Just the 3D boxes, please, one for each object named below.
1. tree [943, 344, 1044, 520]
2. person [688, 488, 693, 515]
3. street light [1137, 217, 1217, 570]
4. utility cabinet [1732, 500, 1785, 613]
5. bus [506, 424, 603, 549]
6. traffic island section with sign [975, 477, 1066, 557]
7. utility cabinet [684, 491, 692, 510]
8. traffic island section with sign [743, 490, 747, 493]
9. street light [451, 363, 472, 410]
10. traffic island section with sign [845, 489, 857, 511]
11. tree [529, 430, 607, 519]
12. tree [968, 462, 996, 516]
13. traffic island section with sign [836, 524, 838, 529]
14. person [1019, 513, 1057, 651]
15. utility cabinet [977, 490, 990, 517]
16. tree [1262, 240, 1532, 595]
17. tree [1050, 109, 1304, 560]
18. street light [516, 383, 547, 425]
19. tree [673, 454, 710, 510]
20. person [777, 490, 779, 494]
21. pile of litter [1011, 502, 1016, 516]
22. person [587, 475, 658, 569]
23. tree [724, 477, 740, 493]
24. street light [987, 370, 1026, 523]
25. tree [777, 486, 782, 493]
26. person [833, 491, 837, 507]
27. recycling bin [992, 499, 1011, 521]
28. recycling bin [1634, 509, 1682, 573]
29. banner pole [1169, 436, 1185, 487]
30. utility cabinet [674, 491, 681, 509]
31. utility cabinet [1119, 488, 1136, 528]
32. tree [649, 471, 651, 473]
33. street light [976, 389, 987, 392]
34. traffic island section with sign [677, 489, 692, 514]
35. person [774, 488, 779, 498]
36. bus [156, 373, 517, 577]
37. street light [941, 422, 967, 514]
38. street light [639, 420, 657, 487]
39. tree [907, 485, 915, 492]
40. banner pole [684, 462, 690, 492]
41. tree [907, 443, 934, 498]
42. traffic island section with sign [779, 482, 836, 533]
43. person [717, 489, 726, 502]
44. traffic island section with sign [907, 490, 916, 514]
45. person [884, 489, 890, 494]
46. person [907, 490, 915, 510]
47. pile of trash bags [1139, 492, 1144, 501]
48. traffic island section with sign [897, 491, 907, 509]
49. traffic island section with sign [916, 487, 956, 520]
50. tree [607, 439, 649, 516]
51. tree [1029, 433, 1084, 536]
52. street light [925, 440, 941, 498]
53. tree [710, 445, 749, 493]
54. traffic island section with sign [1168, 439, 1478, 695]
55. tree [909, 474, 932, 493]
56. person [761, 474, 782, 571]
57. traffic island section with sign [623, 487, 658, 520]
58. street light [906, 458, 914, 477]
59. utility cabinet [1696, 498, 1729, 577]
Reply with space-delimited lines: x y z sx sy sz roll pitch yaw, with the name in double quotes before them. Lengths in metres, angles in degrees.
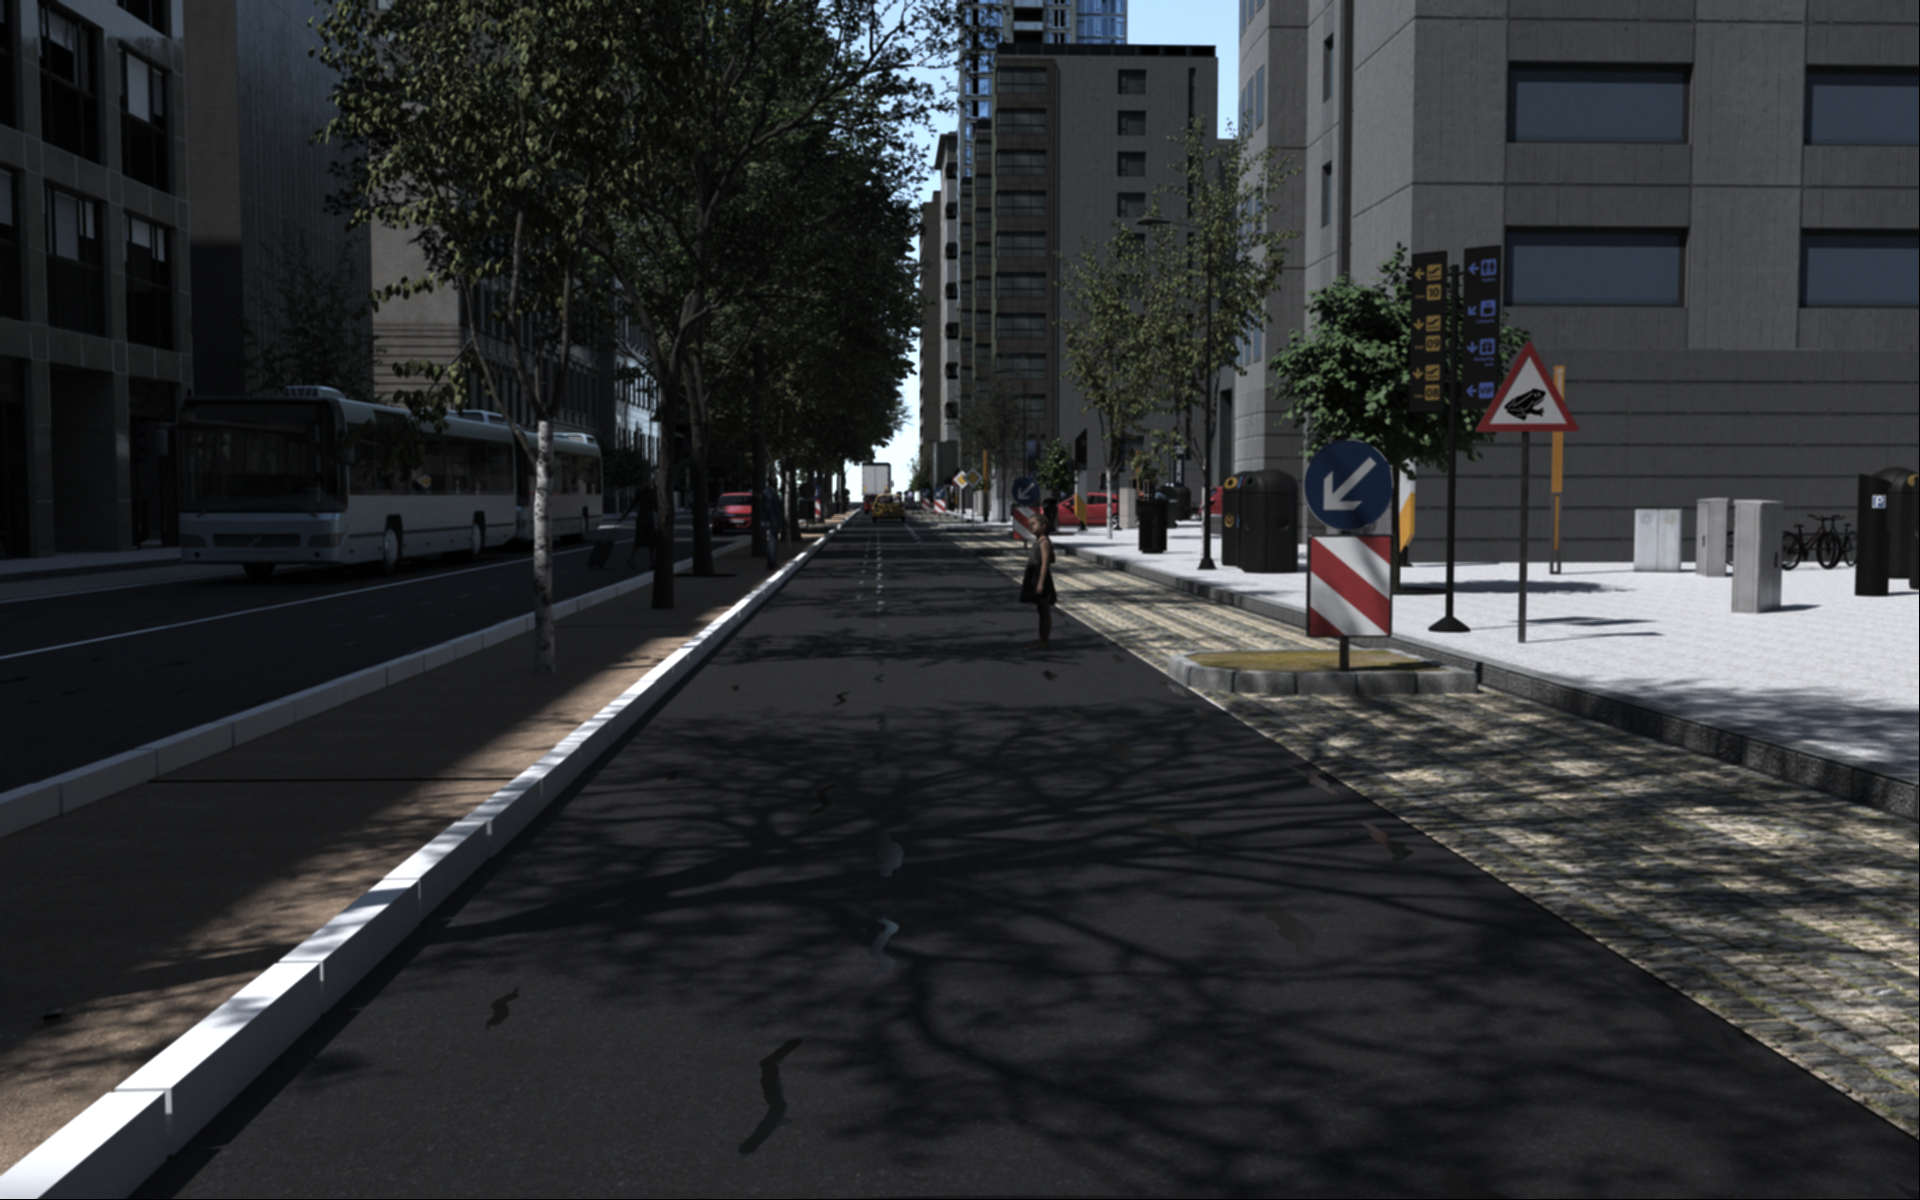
"tree" 1.472 -8.234 84.995 4.360 8.622 3.978 0 3 0
"person" -17.976 -6.627 116.689 0.795 1.843 0.661 3 4 38
"street light" 3.664 -3.471 29.284 1.470 5.913 1.316 0 4 -3
"utility cabinet" 8.781 -0.482 19.039 0.306 1.237 1.020 3 4 38
"bus" -12.051 -3.211 47.354 2.948 3.499 13.247 0 4 -3
"traffic island section with sign" 1.363 -1.933 40.236 1.989 1.847 2.006 0 4 -3
"utility cabinet" -21.141 -7.753 135.444 0.318 1.500 1.173 1 4 21
"traffic island section with sign" -21.152 -9.954 171.380 1.989 1.847 2.006 0 4 -3
"street light" -17.245 -5.397 60.778 1.470 5.913 1.316 0 4 -3
"traffic island section with sign" -9.709 -8.513 147.320 2.006 1.907 1.989 0 4 -3
"tree" -19.101 -5.850 79.363 4.285 4.588 4.351 0 3 0
"tree" 1.138 -6.416 99.508 1.663 3.219 1.824 0 3 0
"traffic island section with sign" -6.104 -3.922 72.268 2.006 1.907 1.989 0 4 -3
"person" 0.712 -0.167 15.908 0.373 1.253 0.362 -1 4 -11
"utility cabinet" 1.308 -5.459 97.931 0.318 1.500 1.173 2 4 23
"tree" 5.700 -2.382 22.666 4.285 4.588 4.351 0 3 0
"tree" 4.565 -5.073 33.298 4.737 8.622 4.395 0 3 0
"street light" -17.897 -6.096 72.214 1.470 5.913 1.316 0 4 -3
"tree" -22.046 -9.637 141.278 4.285 4.588 4.351 0 3 0
"person" -15.276 -8.304 144.692 0.534 1.772 0.576 -1 4 -19
"pile of litter" 3.269 -5.261 99.987 1.176 0.858 1.719 0 4 5
"person" -6.358 -1.503 33.285 1.509 1.804 0.699 1 4 22
"tree" -25.615 -12.463 198.368 1.663 3.219 1.824 0 3 0
"street light" 1.873 -5.647 64.867 1.470 5.913 1.316 0 4 -3
"tree" -30.091 -18.394 295.342 1.663 3.219 1.824 0 3 0
"person" -13.550 -11.046 189.198 1.348 1.812 0.705 -2 4 -24
"recycling bin" 1.954 -4.255 82.118 0.722 1.027 0.722 -1 4 -21
"recycling bin" 11.556 -0.986 28.683 0.722 1.027 0.722 1 4 22
"banner pole" 9.215 -5.149 74.206 0.863 3.779 0.401 1 4 16
"utility cabinet" -23.618 -8.303 144.433 0.318 1.500 1.173 -2 4 -32
"utility cabinet" 6.223 -3.401 64.277 0.318 1.500 1.173 -1 4 -11
"tree" -20.003 -7.269 102.559 4.285 4.588 4.351 0 3 0
"street light" 1.406 -6.372 76.723 1.470 5.913 1.316 0 4 -3
"traffic island section with sign" -18.785 -6.917 121.723 1.989 1.847 2.006 0 4 -3
"person" -10.506 -5.470 97.732 0.655 1.846 0.447 1 4 22
"bus" -11.198 -2.322 32.832 2.948 3.499 13.247 0 4 -2
"street light" -0.297 -8.555 112.413 1.470 5.913 1.316 0 4 -3
"street light" -19.606 -8.347 109.014 1.470 5.913 1.316 0 4 -3
"tree" -8.328 -18.678 299.990 1.663 3.219 1.824 0 3 0
"banner pole" -21.551 -8.956 136.455 0.401 3.779 0.863 2 4 33
"tree" -5.310 -17.824 241.780 4.737 8.622 4.395 0 3 0
"traffic island section with sign" -5.760 -3.470 64.869 2.006 1.907 1.989 0 4 -3
"person" -15.767 -6.497 115.077 0.716 1.782 0.532 -2 4 -26
"traffic island section with sign" -2.551 -6.930 121.930 1.989 1.847 2.006 0 4 -3
"person" -5.456 -7.441 130.140 0.580 1.828 0.573 1 4 21
"person" -4.255 -8.793 152.127 0.709 1.838 0.599 2 4 27
"pile of trash bags" 8.823 -5.252 95.622 3.447 1.369 1.912 3 5 44
"traffic island section with sign" -4.953 -9.990 171.970 1.989 1.847 2.006 0 4 -3
"traffic island section with sign" -1.253 -5.283 95.006 1.989 1.847 2.006 0 4 -3
"tree" -19.330 -6.523 90.364 4.285 4.588 4.351 0 3 0
"tree" 3.166 -3.635 54.040 1.663 3.219 1.824 0 3 0
"street light" -2.265 -10.989 152.205 1.470 5.913 1.316 0 4 -3
"tree" -23.358 -13.860 176.975 4.360 8.622 3.978 0 3 0
"traffic island section with sign" 2.653 -0.282 13.234 1.989 1.847 2.006 0 4 -3
"tree" -5.683 -16.187 248.371 4.285 4.588 4.351 0 3 0
"person" -3.518 -1.455 32.476 0.419 1.800 0.721 -1 4 -9
"traffic island section with sign" -17.490 -5.270 94.799 1.989 1.847 2.006 0 4 -3
"street light" -6.250 -16.060 235.123 1.470 5.913 1.316 0 4 -3
"utility cabinet" 11.806 -0.983 27.227 0.306 1.237 1.020 1 4 14
